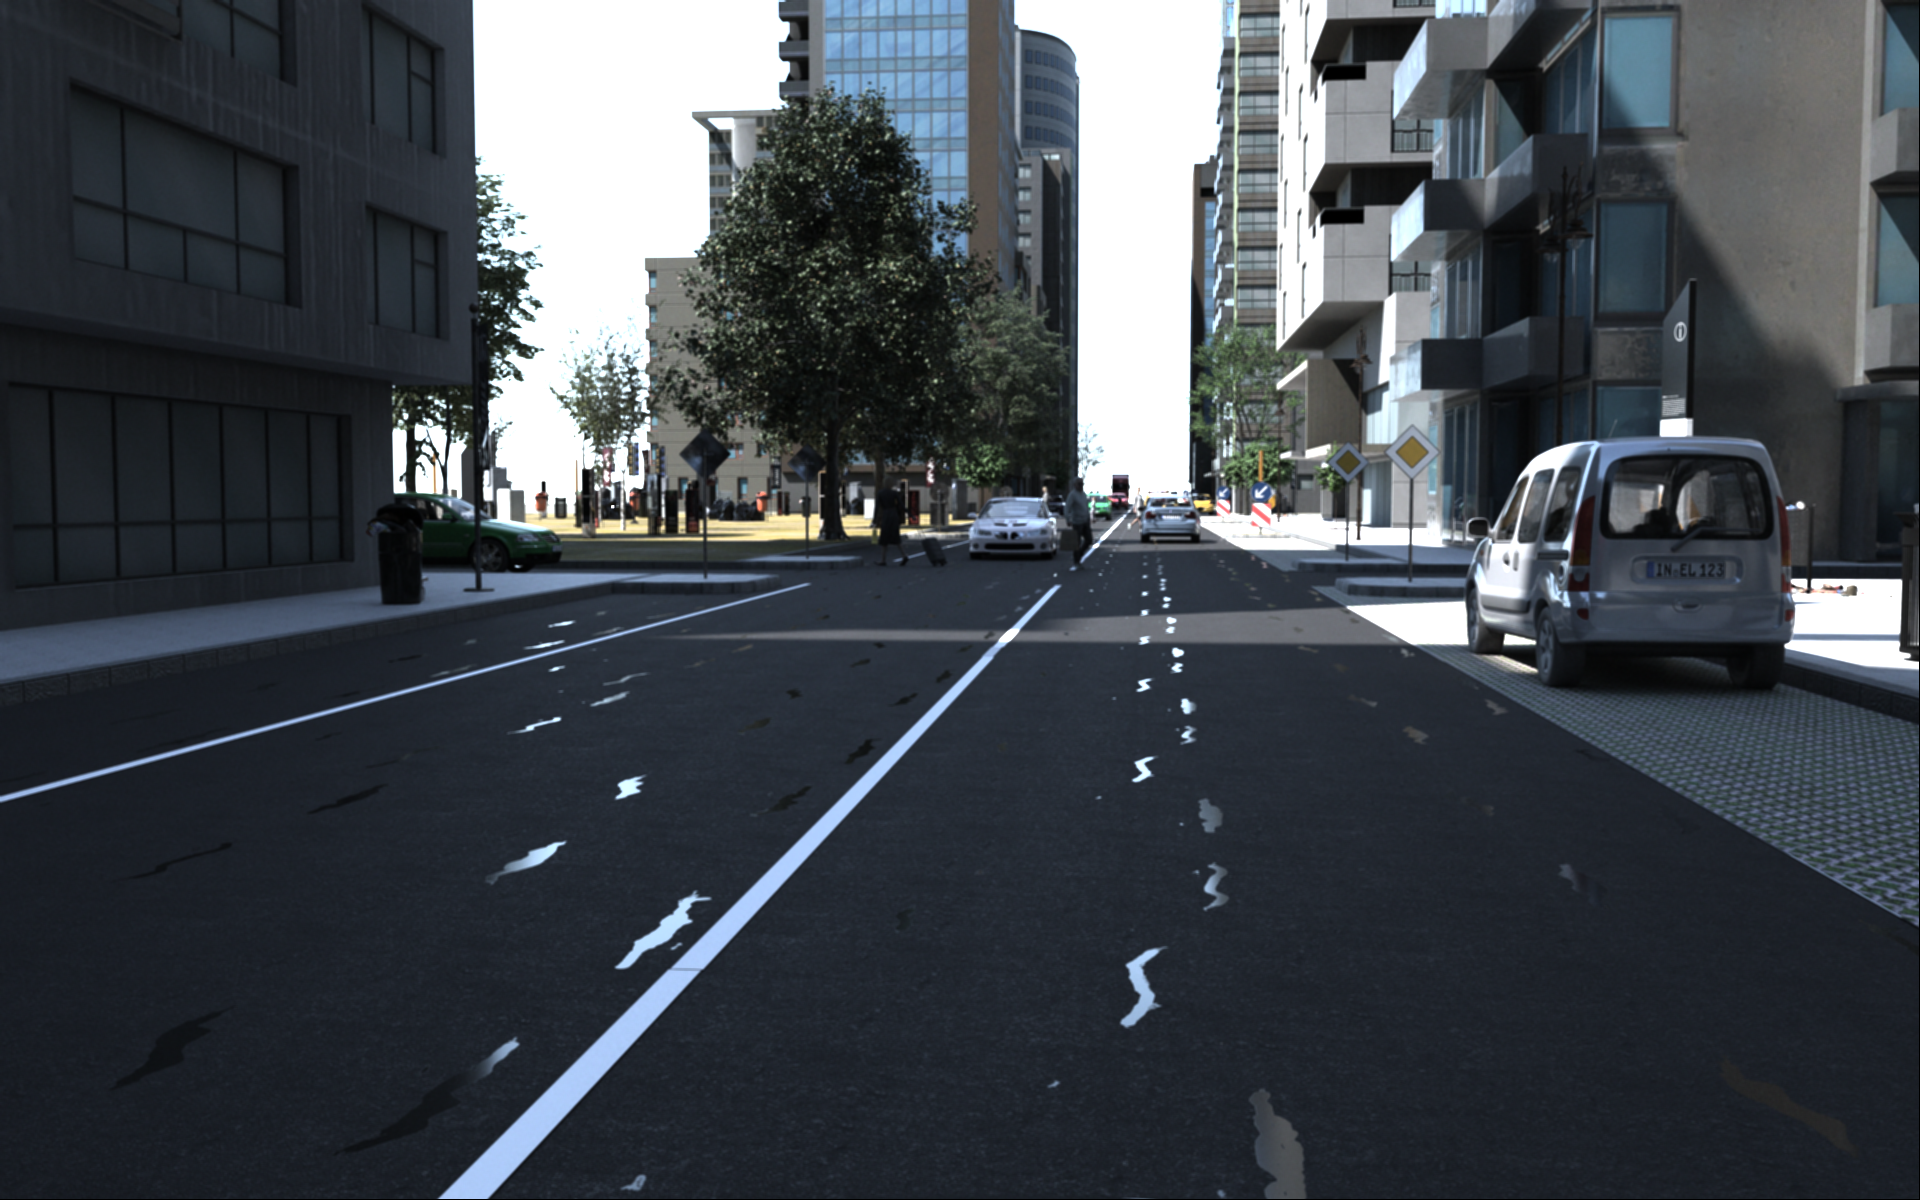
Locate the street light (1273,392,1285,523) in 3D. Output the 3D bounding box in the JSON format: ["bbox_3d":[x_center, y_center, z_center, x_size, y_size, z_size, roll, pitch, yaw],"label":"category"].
[{"bbox_3d":[14.270,-6.398,77.401,0.468,5.910,1.993,0,4,6],"label":"street light"}]

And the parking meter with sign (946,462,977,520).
[{"bbox_3d":[0.012,-5.451,85.385,1.738,3.016,0.543,-3,4,-37],"label":"parking meter with sign"}]

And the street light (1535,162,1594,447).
[{"bbox_3d":[8.521,-3.167,24.572,0.468,5.910,1.993,0,4,6],"label":"street light"}]

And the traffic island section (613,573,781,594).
[{"bbox_3d":[-3.899,-0.251,26.385,2.009,0.180,2.903,0,4,6],"label":"traffic island section"}]

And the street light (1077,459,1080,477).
[{"bbox_3d":[15.262,-15.301,222.964,0.468,5.910,1.993,0,4,6],"label":"street light"}]

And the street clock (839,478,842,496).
[{"bbox_3d":[-5.426,-4.427,76.950,0.358,2.002,0.471,-1,4,-18],"label":"street clock"}]

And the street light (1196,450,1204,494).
[{"bbox_3d":[25.548,-12.876,183.317,0.468,5.910,1.993,0,4,6],"label":"street light"}]

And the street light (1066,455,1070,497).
[{"bbox_3d":[12.015,-13.496,193.441,0.468,5.910,1.993,0,4,6],"label":"street light"}]

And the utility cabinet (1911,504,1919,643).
[{"bbox_3d":[8.760,-0.227,14.872,1.020,1.237,0.306,0,4,2],"label":"utility cabinet"}]

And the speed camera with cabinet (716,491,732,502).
[{"bbox_3d":[-14.167,-6.483,100.336,2.038,3.252,0.660,-3,5,-44],"label":"speed camera with cabinet"}]

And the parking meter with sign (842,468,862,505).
[{"bbox_3d":[-6.659,-6.972,110.249,1.738,3.016,0.543,2,4,33],"label":"parking meter with sign"}]

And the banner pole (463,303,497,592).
[{"bbox_3d":[-6.259,-1.995,22.634,0.401,3.779,0.863,-2,4,-31],"label":"banner pole"}]

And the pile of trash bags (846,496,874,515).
[{"bbox_3d":[-5.567,-5.904,106.282,3.447,1.369,1.912,-2,4,-29],"label":"pile of trash bags"}]

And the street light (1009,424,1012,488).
[{"bbox_3d":[3.211,-8.445,110.859,0.468,5.910,1.993,0,4,6],"label":"street light"}]

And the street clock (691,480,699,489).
[{"bbox_3d":[-13.620,-5.168,89.073,0.358,2.002,0.471,1,4,18],"label":"street clock"}]

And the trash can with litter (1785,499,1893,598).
[{"bbox_3d":[10.967,-0.689,22.318,1.678,1.210,2.233,-1,4,-14],"label":"trash can with litter"}]

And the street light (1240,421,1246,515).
[{"bbox_3d":[17.381,-8.205,106.938,0.468,5.910,1.993,0,4,6],"label":"street light"}]

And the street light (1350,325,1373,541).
[{"bbox_3d":[10.976,-4.571,47.521,0.468,5.910,1.993,0,4,6],"label":"street light"}]

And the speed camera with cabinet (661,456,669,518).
[{"bbox_3d":[-15.302,-5.835,89.742,0.660,3.252,2.038,0,4,1],"label":"speed camera with cabinet"}]

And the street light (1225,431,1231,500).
[{"bbox_3d":[19.165,-9.256,124.120,0.468,5.910,1.993,0,4,6],"label":"street light"}]

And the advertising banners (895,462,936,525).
[{"bbox_3d":[-1.932,-4.595,71.324,2.074,3.025,0.090,0,4,-1],"label":"advertising banners"}]

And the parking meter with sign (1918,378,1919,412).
[{"bbox_3d":[14.244,-1.725,24.462,0.543,3.016,1.738,0,4,1],"label":"parking meter with sign"}]

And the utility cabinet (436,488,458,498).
[{"bbox_3d":[-19.758,-3.555,66.802,0.318,1.500,1.173,-3,5,-44],"label":"utility cabinet"}]

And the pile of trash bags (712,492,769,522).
[{"bbox_3d":[-9.912,-4.378,81.333,1.912,1.369,3.447,-2,4,-34],"label":"pile of trash bags"}]

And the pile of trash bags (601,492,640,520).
[{"bbox_3d":[-17.210,-4.741,87.263,1.912,1.369,3.447,1,4,23],"label":"pile of trash bags"}]

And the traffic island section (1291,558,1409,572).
[{"bbox_3d":[7.435,-0.668,33.199,2.009,0.180,2.903,0,4,6],"label":"traffic island section"}]

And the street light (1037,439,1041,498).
[{"bbox_3d":[6.387,-10.254,140.442,0.468,5.910,1.993,0,4,6],"label":"street light"}]

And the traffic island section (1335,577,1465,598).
[{"bbox_3d":[6.582,-0.182,25.259,2.009,0.180,2.903,0,4,6],"label":"traffic island section"}]

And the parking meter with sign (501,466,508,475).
[{"bbox_3d":[-28.331,-6.782,107.146,0.543,3.016,1.738,-1,4,-9],"label":"parking meter with sign"}]

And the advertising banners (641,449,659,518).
[{"bbox_3d":[-11.987,-4.435,68.700,0.090,3.025,2.074,2,4,29],"label":"advertising banners"}]

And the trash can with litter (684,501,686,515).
[{"bbox_3d":[-16.454,-5.822,106.573,1.055,1.170,0.624,2,4,29],"label":"trash can with litter"}]

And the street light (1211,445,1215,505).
[{"bbox_3d":[22.459,-11.061,153.638,0.468,5.910,1.993,0,4,6],"label":"street light"}]

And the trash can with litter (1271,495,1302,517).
[{"bbox_3d":[18.581,-5.362,98.734,1.678,1.210,2.233,0,4,7],"label":"trash can with litter"}]

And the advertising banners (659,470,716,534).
[{"bbox_3d":[-8.789,-3.698,56.651,2.074,3.025,0.090,-3,4,-36],"label":"advertising banners"}]

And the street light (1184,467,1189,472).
[{"bbox_3d":[34.531,-17.922,265.813,0.468,5.910,1.993,0,4,6],"label":"street light"}]

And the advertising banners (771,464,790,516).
[{"bbox_3d":[-10.708,-6.534,103.019,0.090,3.025,2.074,2,4,27],"label":"advertising banners"}]

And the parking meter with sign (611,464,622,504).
[{"bbox_3d":[-19.027,-6.085,95.743,0.543,3.016,1.738,-2,4,-29],"label":"parking meter with sign"}]

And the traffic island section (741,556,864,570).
[{"bbox_3d":[-3.046,-0.737,34.325,2.009,0.180,2.903,0,4,6],"label":"traffic island section"}]

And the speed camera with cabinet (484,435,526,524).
[{"bbox_3d":[-15.053,-3.848,57.256,0.660,3.252,2.038,-3,4,-38],"label":"speed camera with cabinet"}]

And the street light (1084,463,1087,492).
[{"bbox_3d":[18.314,-17.108,252.508,0.468,5.910,1.993,0,4,6],"label":"street light"}]

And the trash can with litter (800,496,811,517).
[{"bbox_3d":[-8.550,-5.172,95.956,0.624,1.170,1.055,0,4,-1],"label":"trash can with litter"}]

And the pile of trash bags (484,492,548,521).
[{"bbox_3d":[-21.478,-4.468,82.811,3.447,1.369,1.912,-1,4,-23],"label":"pile of trash bags"}]

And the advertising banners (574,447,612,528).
[{"bbox_3d":[-13.837,-4.230,65.350,2.074,3.025,0.090,2,4,35],"label":"advertising banners"}]

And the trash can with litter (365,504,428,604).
[{"bbox_3d":[-6.630,-0.555,20.456,0.624,1.170,1.055,-1,4,-12],"label":"trash can with litter"}]

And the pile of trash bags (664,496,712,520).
[{"bbox_3d":[-13.358,-4.757,87.524,3.447,1.369,1.912,1,4,15],"label":"pile of trash bags"}]

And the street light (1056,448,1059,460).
[{"bbox_3d":[9.543,-12.078,170.264,0.468,5.910,1.993,0,4,6],"label":"street light"}]
